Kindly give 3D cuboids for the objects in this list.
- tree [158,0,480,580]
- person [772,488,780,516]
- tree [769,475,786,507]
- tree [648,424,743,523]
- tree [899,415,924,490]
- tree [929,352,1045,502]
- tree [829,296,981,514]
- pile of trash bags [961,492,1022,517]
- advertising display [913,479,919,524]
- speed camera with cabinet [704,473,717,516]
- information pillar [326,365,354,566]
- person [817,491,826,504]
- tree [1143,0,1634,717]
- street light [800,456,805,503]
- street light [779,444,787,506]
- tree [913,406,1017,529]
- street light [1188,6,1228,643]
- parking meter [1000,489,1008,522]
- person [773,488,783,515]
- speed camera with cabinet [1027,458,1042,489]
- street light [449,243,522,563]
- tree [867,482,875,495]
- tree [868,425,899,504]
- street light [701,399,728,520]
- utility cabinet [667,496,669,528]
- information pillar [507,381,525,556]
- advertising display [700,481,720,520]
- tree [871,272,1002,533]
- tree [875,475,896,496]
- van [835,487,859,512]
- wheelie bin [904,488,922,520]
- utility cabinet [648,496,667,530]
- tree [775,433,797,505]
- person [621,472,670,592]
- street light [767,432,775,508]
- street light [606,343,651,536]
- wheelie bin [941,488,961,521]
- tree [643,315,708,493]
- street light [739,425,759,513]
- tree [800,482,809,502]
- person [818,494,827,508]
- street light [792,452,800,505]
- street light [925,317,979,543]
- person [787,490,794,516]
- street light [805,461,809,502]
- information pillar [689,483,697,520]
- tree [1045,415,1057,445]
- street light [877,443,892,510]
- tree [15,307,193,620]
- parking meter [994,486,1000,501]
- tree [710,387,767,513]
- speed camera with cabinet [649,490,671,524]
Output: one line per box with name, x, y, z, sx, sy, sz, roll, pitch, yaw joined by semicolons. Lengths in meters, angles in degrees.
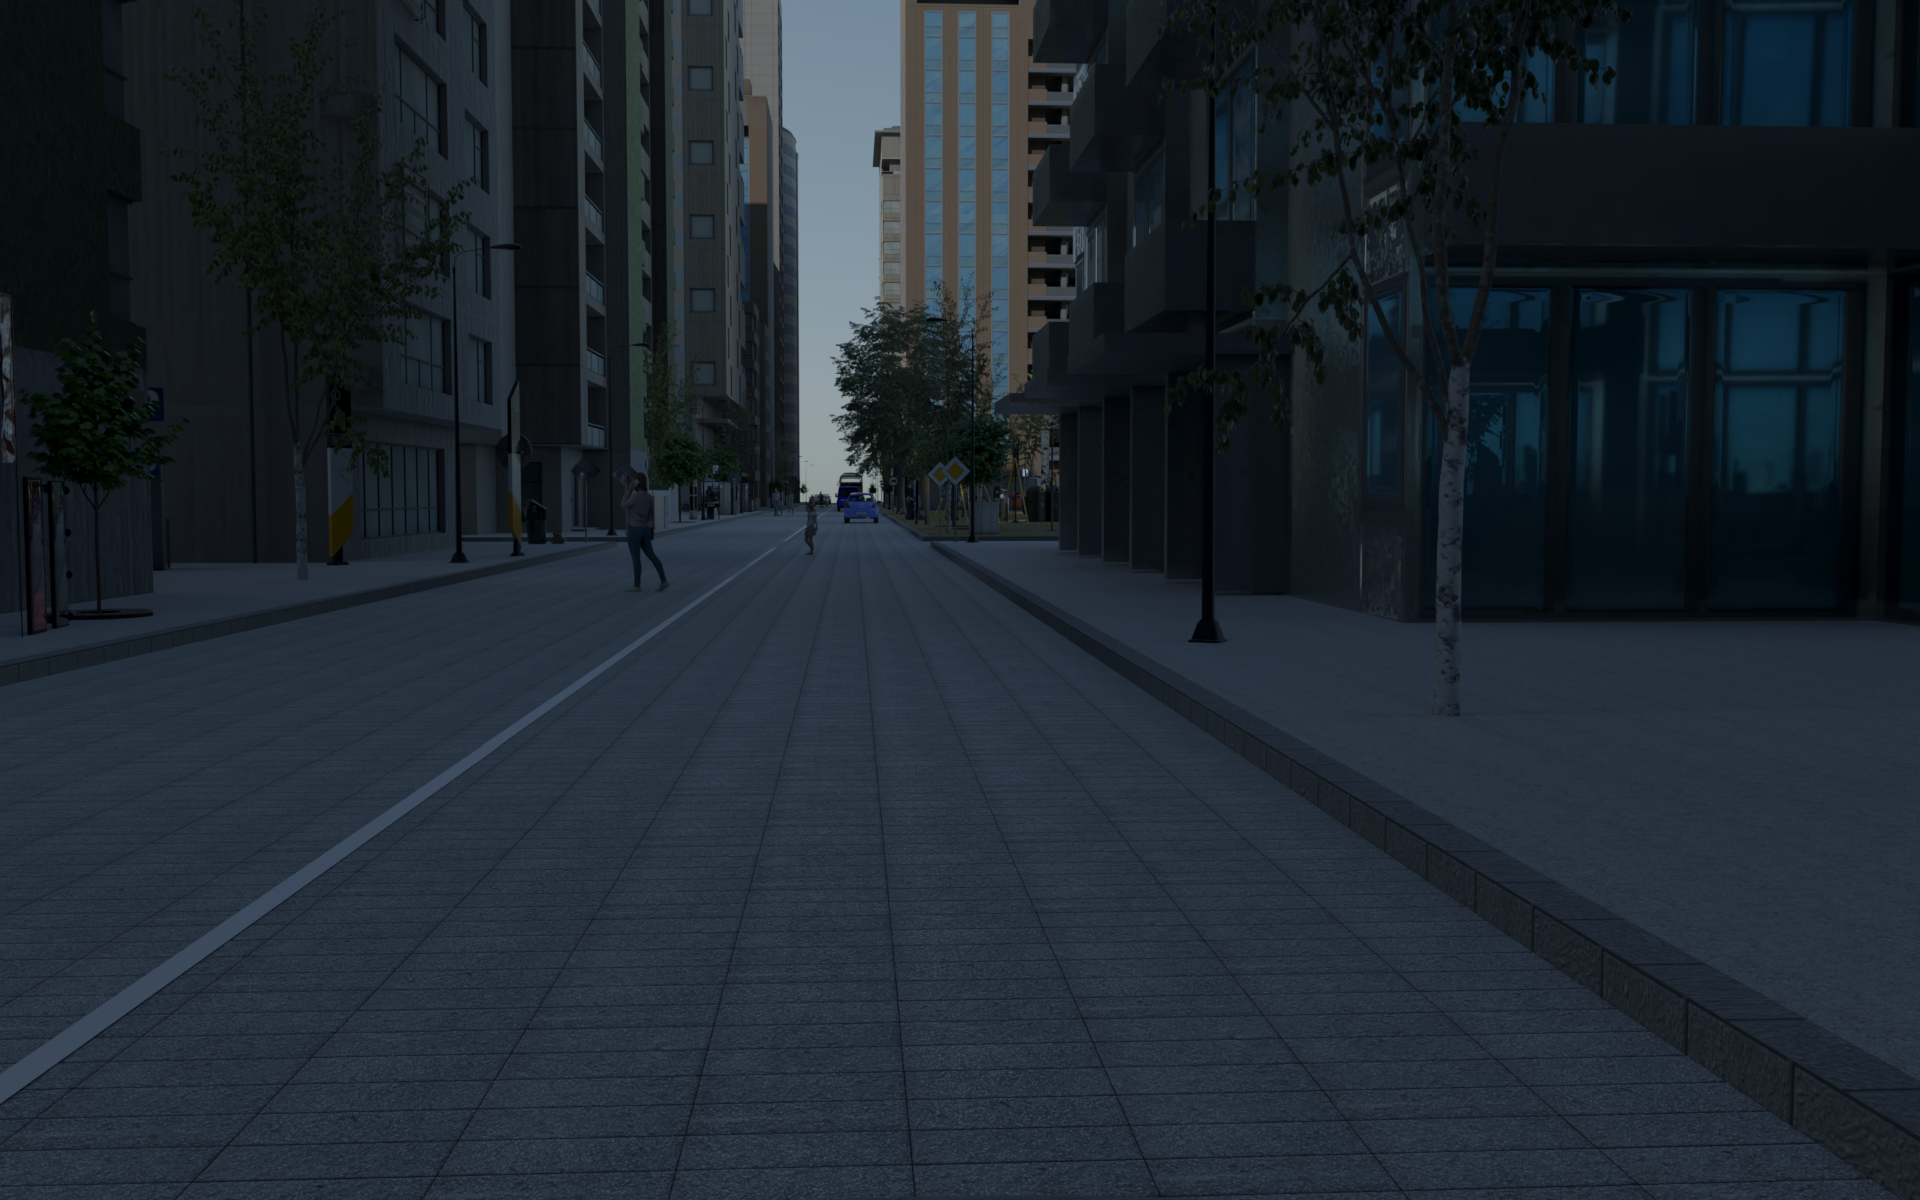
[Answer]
tree;-9.659;-4.610;25.735;4.737;8.622;4.395;0;3;0
person;-11.918;-6.332;112.030;0.555;1.821;0.388;-3;4;-39
tree;-18.592;-11.179;177.370;1.663;3.219;1.824;0;3;0
tree;-12.724;-5.771;78.068;4.285;4.588;4.351;0;3;0
tree;-1.173;-10.534;122.593;4.737;8.622;4.395;0;3;0
tree;1.257;-8.465;88.762;4.737;8.622;4.395;0;3;0
tree;-3.730;-12.578;112.298;9.857;13.997;8.962;0;3;0
pile of trash bags;1.887;-5.315;96.649;3.447;1.369;1.912;-2;4;-28
advertising display;-1.881;-4.206;73.986;0.123;1.923;0.974;0;4;-7
speed camera with cabinet;-14.453;-6.489;100.438;0.660;3.252;2.038;-1;4;-12
information pillar;-11.185;-2.438;31.214;0.183;3.616;0.504;2;4;33
person;-15.203;-11.054;190.018;1.217;1.735;0.721;2;4;32
tree;2.775;-3.650;10.033;4.360;8.622;3.978;0;3;0
street light;-20.022;-14.666;212.329;1.470;5.913;1.316;0;4;-4
street light;-16.882;-11.494;160.472;1.470;5.913;1.316;0;4;-4
tree;-0.180;-5.180;68.404;4.285;4.588;4.351;0;3;0
street light;1.613;-2.587;14.841;1.470;5.913;1.316;0;4;-4
parking meter;2.040;-4.387;80.132;0.372;1.533;0.369;0;3;0
person;-12.569;-6.776;119.156;0.748;1.841;0.638;3;5;41
speed camera with cabinet;4.714;-6.193;95.588;2.038;3.252;0.660;3;4;36
street light;-8.813;-3.648;32.194;1.470;5.913;1.316;0;4;-4
tree;-13.812;-17.115;274.437;1.663;3.219;1.824;0;3;0
tree;-3.566;-10.944;129.302;4.737;8.622;4.395;0;3;0
street light;-12.020;-6.863;84.755;1.470;5.913;1.316;0;4;-4
utility cabinet;-11.217;-3.321;65.461;0.306;1.237;1.020;0;4;-2
information pillar;-9.177;-2.712;35.689;0.183;3.616;0.504;0;4;6
advertising display;-12.564;-5.012;87.154;0.974;1.923;0.123;-1;4;-15
tree;-0.528;-6.551;57.475;4.360;8.622;3.978;0;3;0
tree;-6.642;-10.012;158.291;1.663;3.219;1.824;0;3;0
van;-9.208;-8.479;143.021;2.240;2.365;5.245;0;4;-4
wheelie bin;-2.367;-4.851;87.221;0.980;1.594;0.693;2;4;34
utility cabinet;-10.940;-3.123;62.223;0.306;1.237;1.020;1;4;10
tree;-20.943;-15.520;204.111;4.360;8.622;3.978;0;3;0
person;-4.620;-1.000;25.440;0.643;1.750;0.593;1;4;19
street light;-14.845;-9.611;129.684;1.470;5.913;1.316;0;4;-4
street light;-10.188;-4.934;53.219;1.470;5.913;1.316;0;4;-4
wheelie bin;-0.443;-4.660;84.101;0.980;1.594;0.693;0;4;-6
tree;-12.453;-7.323;70.088;4.737;8.622;4.395;0;3;0
street light;-14.089;-8.761;115.791;1.470;5.913;1.316;0;4;-4
tree;-23.880;-16.575;265.608;1.663;3.219;1.824;0;3;0
person;-14.185;-10.208;178.622;0.991;1.433;0.599;-1;4;-20
street light;-18.738;-13.378;191.272;1.470;5.913;1.316;0;4;-4
street light;-0.206;-4.472;45.661;1.470;5.913;1.316;0;4;-4
person;-11.245;-6.462;114.910;0.466;1.731;0.760;1;4;10
street light;-21.947;-16.550;243.125;1.470;5.913;1.316;0;4;-4
information pillar;-13.445;-5.063;87.278;0.304;2.012;0.304;2;4;28
tree;3.856;-9.150;99.969;4.737;8.622;4.395;0;3;0
street light;-6.308;-10.328;141.411;1.470;5.913;1.316;0;4;-4
tree;-8.909;-1.439;18.122;1.663;3.219;1.824;0;3;0
parking meter;2.445;-6.693;115.145;0.399;1.863;0.255;-1;4;-10
tree;-15.297;-10.330;119.264;4.360;8.622;3.978;0;3;0
speed camera with cabinet;-13.367;-4.875;74.041;0.660;3.252;2.038;3;5;43
